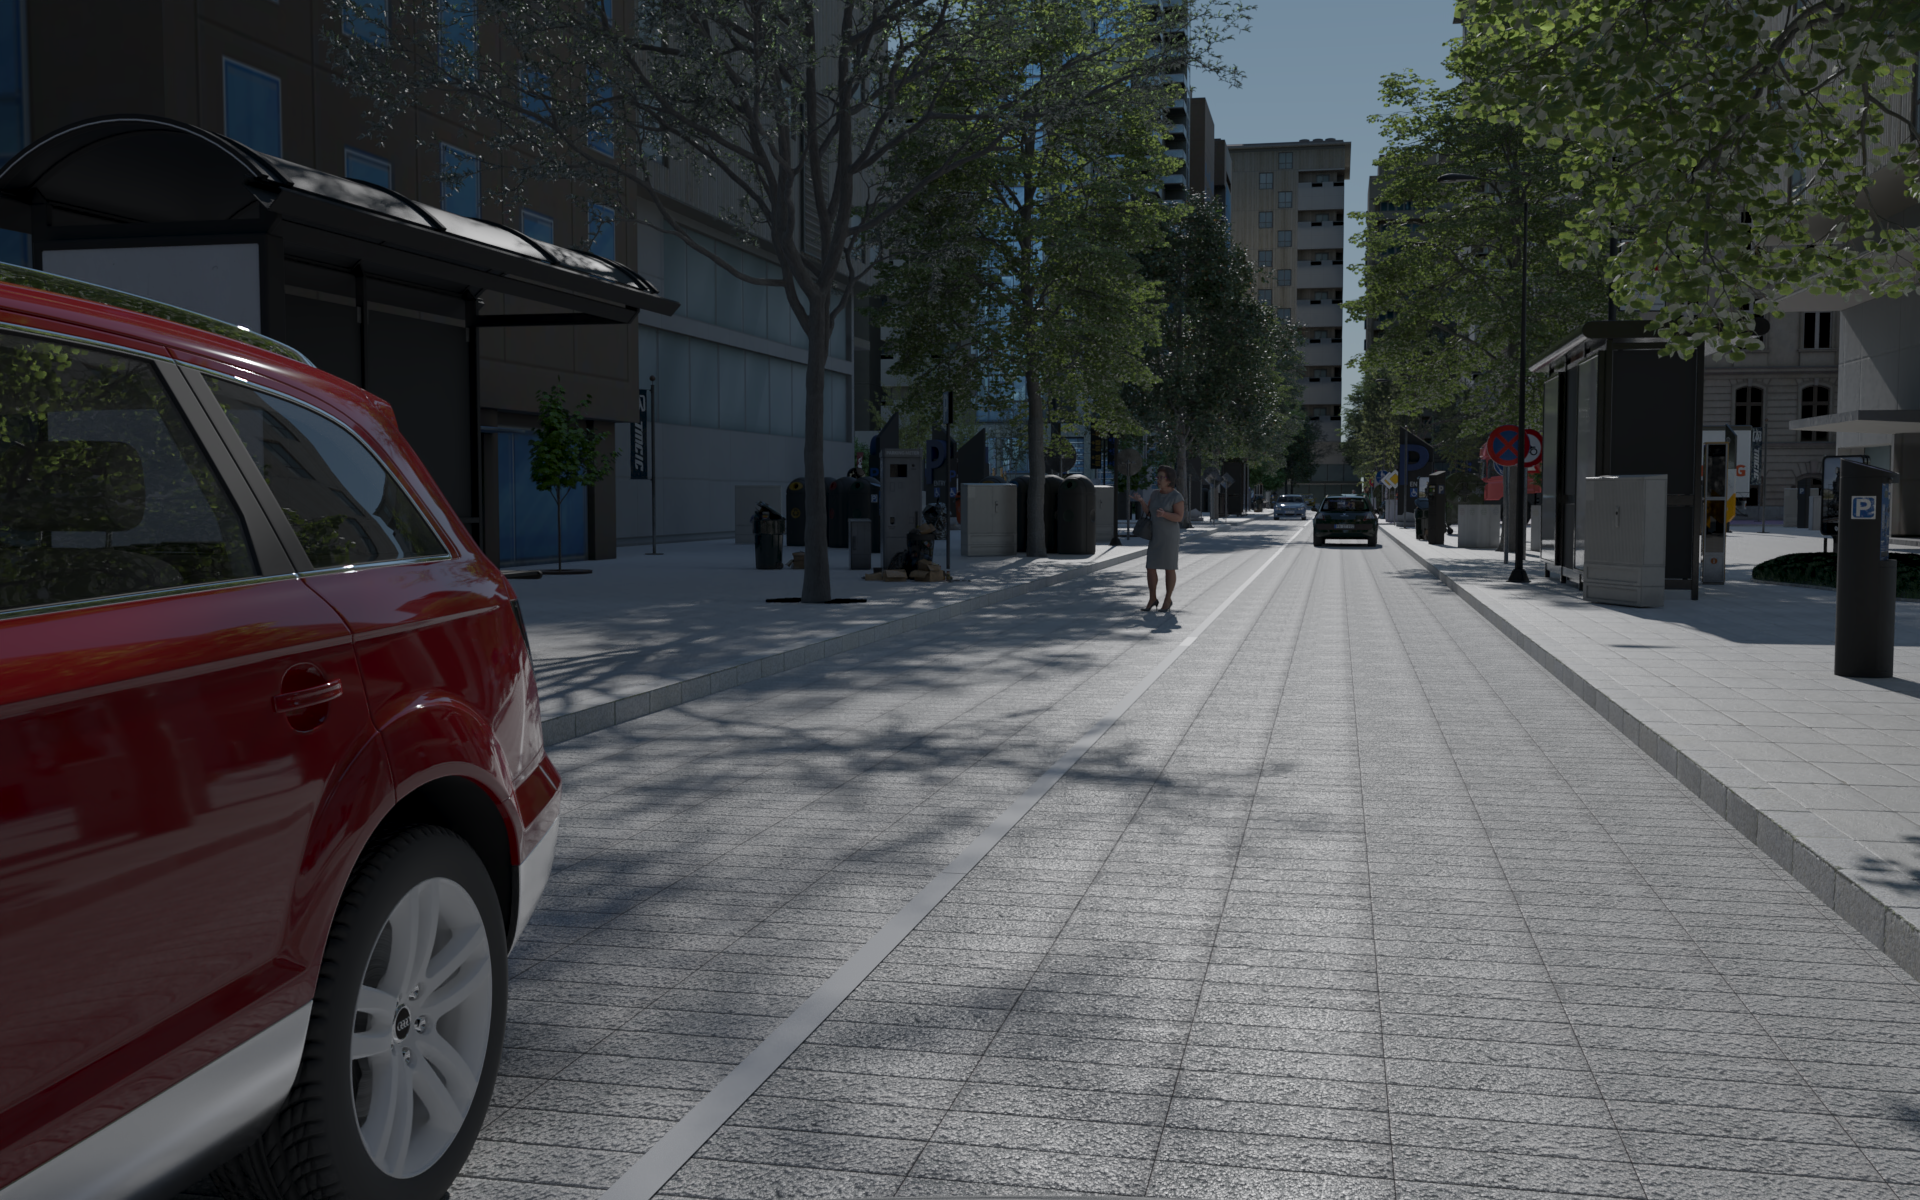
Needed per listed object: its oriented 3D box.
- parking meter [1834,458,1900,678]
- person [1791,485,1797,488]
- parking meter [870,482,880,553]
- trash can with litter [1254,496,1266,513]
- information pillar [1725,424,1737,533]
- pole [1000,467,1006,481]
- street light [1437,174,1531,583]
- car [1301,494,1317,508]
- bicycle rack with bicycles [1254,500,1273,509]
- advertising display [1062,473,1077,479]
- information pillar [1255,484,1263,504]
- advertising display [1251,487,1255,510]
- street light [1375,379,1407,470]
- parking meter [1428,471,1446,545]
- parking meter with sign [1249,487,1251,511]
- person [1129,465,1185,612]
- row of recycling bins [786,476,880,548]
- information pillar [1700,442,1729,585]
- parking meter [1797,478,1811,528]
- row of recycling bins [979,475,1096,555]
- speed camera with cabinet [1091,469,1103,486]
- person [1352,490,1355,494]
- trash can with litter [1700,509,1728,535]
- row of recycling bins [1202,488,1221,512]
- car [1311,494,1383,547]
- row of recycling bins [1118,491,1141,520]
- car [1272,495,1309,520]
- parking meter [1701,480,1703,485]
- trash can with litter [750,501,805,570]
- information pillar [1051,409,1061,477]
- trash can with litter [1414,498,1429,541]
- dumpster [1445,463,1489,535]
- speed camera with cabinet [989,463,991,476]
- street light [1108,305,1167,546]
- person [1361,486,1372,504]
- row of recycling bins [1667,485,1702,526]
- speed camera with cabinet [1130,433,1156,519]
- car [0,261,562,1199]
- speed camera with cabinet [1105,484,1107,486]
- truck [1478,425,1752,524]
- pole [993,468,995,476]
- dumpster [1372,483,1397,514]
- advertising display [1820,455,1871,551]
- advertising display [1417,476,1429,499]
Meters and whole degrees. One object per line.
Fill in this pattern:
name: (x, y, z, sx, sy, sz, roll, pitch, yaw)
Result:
parking meter: (6.380, -0.231, 12.186, 0.372, 1.533, 0.369, 0, 3, 0)
person: (33.008, -3.664, 68.646, 0.529, 1.795, 0.600, 0, 4, 6)
parking meter: (-1.772, -1.787, 37.629, 0.372, 1.533, 0.369, 0, 3, 0)
trash can with litter: (20.745, -6.646, 120.052, 0.624, 1.170, 1.055, 2, 4, 27)
information pillar: (25.508, -4.039, 57.391, 0.183, 3.616, 0.504, -1, 4, -18)
pole: (3.195, -8.481, 132.511, 0.158, 3.312, 0.155, 0, 3, 0)
street light: (7.610, -3.219, 25.171, 1.470, 5.913, 1.316, 1, 4, 12)
car: (36.743, -10.589, 183.350, 2.015, 1.641, 3.980, 1, 4, 13)
bicycle rack with bicycles: (25.009, -8.141, 146.480, 2.925, 0.926, 2.852, 0, 4, 8)
advertising display: (3.265, -2.986, 54.040, 0.974, 1.923, 0.123, -3, 4, -36)
information pillar: (21.786, -7.425, 125.891, 0.304, 2.012, 0.304, -2, 4, -27)
advertising display: (23.275, -8.099, 137.637, 0.123, 1.923, 0.974, 0, 4, -4)
street light: (17.458, -5.959, 69.967, 1.470, 5.913, 1.316, 1, 4, 12)
parking meter: (12.140, -2.350, 44.126, 0.399, 1.863, 0.255, -2, 4, -32)
parking meter with sign: (22.197, -8.418, 133.893, 0.543, 3.016, 1.738, 0, 4, -1)
person: (2.358, -0.748, 21.091, 0.716, 1.782, 0.532, 3, 5, 45)
row of recycling bins: (-3.009, -2.118, 41.747, 1.069, 1.692, 3.534, -3, 4, -39)
information pillar: (10.693, -1.227, 24.557, 0.304, 2.012, 0.304, 1, 4, 18)
parking meter: (31.548, -3.612, 64.772, 0.255, 1.863, 0.399, -2, 4, -24)
row of recycling bins: (1.644, -1.889, 37.994, 1.069, 1.692, 3.534, -3, 5, -40)
speed camera with cabinet: (8.175, -6.756, 104.800, 0.660, 3.252, 2.038, 1, 4, 8)
person: (32.451, -8.206, 143.154, 0.515, 1.767, 0.782, 2, 4, 24)
trash can with litter: (23.243, -2.597, 53.856, 1.055, 1.170, 0.624, 0, 4, 6)
row of recycling bins: (17.619, -7.029, 122.039, 1.069, 1.692, 3.534, -3, 5, -45)
car: (10.854, -2.377, 48.653, 2.009, 1.686, 4.222, 1, 4, 14)
row of recycling bins: (7.796, -4.839, 86.222, 3.534, 1.692, 1.069, 1, 4, 19)
car: (18.282, -5.127, 95.829, 2.014, 1.417, 4.499, 1, 4, 12)
parking meter: (29.233, -3.834, 68.394, 0.399, 1.863, 0.255, 2, 4, 31)
trash can with litter: (-3.037, -1.115, 29.610, 1.055, 1.170, 0.624, -1, 4, -16)
information pillar: (2.609, -3.425, 47.351, 0.183, 3.616, 0.504, -1, 4, -22)
trash can with litter: (13.034, -2.246, 48.106, 0.624, 1.170, 1.055, 0, 4, -7)
dumpster: (16.089, -3.240, 55.462, 1.502, 2.255, 1.985, 1, 4, 12)
speed camera with cabinet: (1.675, -7.134, 110.976, 0.660, 3.252, 2.038, 0, 4, -5)
street light: (4.394, -4.294, 42.743, 1.470, 5.913, 1.316, 1, 4, 12)
person: (18.418, -4.272, 78.588, 0.600, 1.795, 0.529, -2, 4, -28)
row of recycling bins: (23.189, -3.099, 57.786, 1.069, 1.692, 3.534, -2, 4, -32)
speed camera with cabinet: (6.031, -3.735, 55.401, 0.660, 3.252, 2.038, 2, 4, 31)
car: (-2.293, 0.402, 2.096, 2.281, 1.827, 5.304, 1, 4, 10)
speed camera with cabinet: (11.947, -9.068, 142.602, 0.660, 3.252, 2.038, -1, 4, -13)
truck: (26.936, -5.130, 72.789, 11.283, 4.237, 2.839, 1, 4, 13)
pole: (2.654, -8.691, 135.934, 0.158, 3.312, 0.155, 0, 3, 0)
dumpster: (26.911, -6.556, 109.687, 1.502, 2.255, 1.985, 1, 4, 12)
advertising display: (14.670, -1.438, 28.728, 0.123, 1.923, 0.974, -1, 4, -13)
advertising display: (17.036, -3.519, 62.742, 0.974, 1.923, 0.123, -1, 4, -8)
